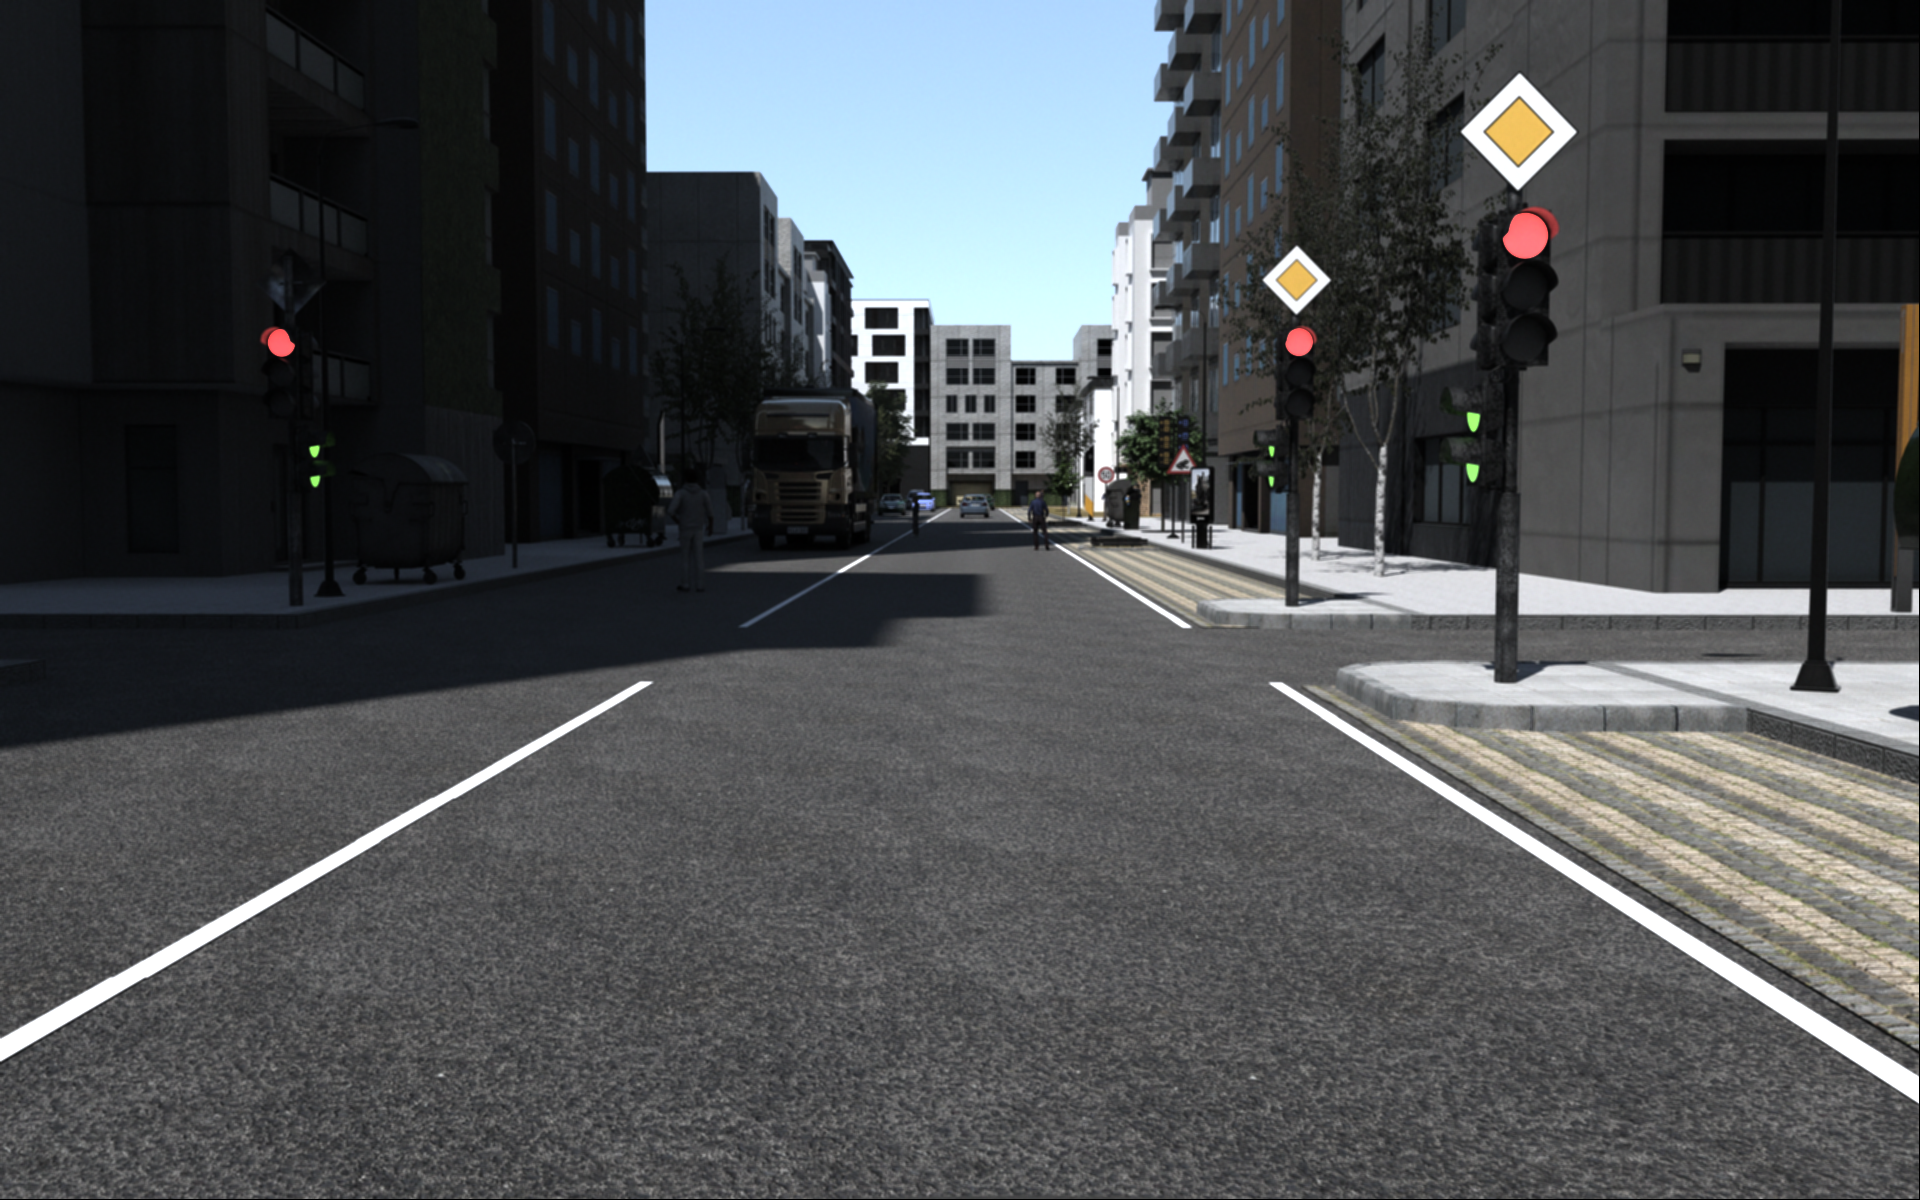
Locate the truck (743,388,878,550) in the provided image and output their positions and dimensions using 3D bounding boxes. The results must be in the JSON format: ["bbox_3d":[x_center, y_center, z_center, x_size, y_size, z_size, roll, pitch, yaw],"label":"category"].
[{"bbox_3d":[-3.920,-3.617,48.059,2.839,4.237,11.283,0,4,1],"label":"truck"}]

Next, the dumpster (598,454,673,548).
[{"bbox_3d":[-7.901,-2.427,42.169,1.502,2.255,1.985,0,4,0],"label":"dumpster"}]

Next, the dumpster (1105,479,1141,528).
[{"bbox_3d":[6.227,-3.684,66.000,1.264,1.857,1.865,0,4,0],"label":"dumpster"}]

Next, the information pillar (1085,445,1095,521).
[{"bbox_3d":[6.187,-5.586,82.678,0.504,3.616,0.183,3,5,41],"label":"information pillar"}]

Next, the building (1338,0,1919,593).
[{"bbox_3d":[19.420,-36.214,30.351,20.611,71.187,20.563,0,4,1],"label":"building"}]

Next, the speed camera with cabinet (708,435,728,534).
[{"bbox_3d":[-7.901,-3.800,56.472,0.660,3.252,2.038,0,4,-8],"label":"speed camera with cabinet"}]

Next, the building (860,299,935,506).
[{"bbox_3d":[-19.413,-21.514,195.722,32.646,21.610,27.936,0,4,1],"label":"building"}]

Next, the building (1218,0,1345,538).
[{"bbox_3d":[16.454,-24.837,56.202,14.600,45.320,14.200,0,4,1],"label":"building"}]

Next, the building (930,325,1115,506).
[{"bbox_3d":[12.731,-19.737,189.160,31.486,18.905,16.747,0,4,1],"label":"building"}]

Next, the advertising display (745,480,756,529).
[{"bbox_3d":[-7.750,-3.615,64.327,0.974,1.923,0.123,3,5,40],"label":"advertising display"}]

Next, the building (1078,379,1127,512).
[{"bbox_3d":[14.212,-11.258,126.219,9.099,9.664,28.070,0,4,1],"label":"building"}]

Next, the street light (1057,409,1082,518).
[{"bbox_3d":[5.957,-7.449,94.334,1.470,5.913,1.316,0,4,1],"label":"street light"}]

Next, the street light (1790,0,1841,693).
[{"bbox_3d":[5.075,-2.364,11.200,1.470,5.913,1.316,0,4,1],"label":"street light"}]

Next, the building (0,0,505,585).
[{"bbox_3d":[-16.664,-21.092,28.452,14.154,41.232,14.086,0,4,1],"label":"building"}]

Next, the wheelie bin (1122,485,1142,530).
[{"bbox_3d":[6.214,-3.341,62.536,0.693,1.594,0.980,1,4,8],"label":"wheelie bin"}]

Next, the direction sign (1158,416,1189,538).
[{"bbox_3d":[6.188,-3.558,50.176,0.876,3.537,0.379,1,4,11],"label":"direction sign"}]

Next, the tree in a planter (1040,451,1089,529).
[{"bbox_3d":[4.292,-4.541,71.471,1.991,3.239,1.994,0,4,1],"label":"tree in a planter"}]

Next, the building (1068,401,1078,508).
[{"bbox_3d":[14.932,-12.983,154.415,9.099,9.664,28.070,0,4,1],"label":"building"}]

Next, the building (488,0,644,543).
[{"bbox_3d":[-17.668,-24.485,50.439,14.600,45.320,14.200,0,4,1],"label":"building"}]

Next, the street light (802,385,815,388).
[{"bbox_3d":[-6.891,-6.205,74.000,1.470,5.913,1.316,0,4,1],"label":"street light"}]

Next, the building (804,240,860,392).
[{"bbox_3d":[-26.392,-18.942,153.677,32.646,21.610,27.936,0,4,1],"label":"building"}]

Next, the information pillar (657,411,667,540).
[{"bbox_3d":[-8.374,-3.498,48.548,0.183,3.616,0.504,0,4,4],"label":"information pillar"}]

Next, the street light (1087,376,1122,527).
[{"bbox_3d":[5.685,-5.857,68.295,1.470,5.913,1.316,0,4,1],"label":"street light"}]

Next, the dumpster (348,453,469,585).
[{"bbox_3d":[-8.003,-1.187,25.163,1.264,1.857,1.865,0,4,1],"label":"dumpster"}]

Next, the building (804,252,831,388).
[{"bbox_3d":[-17.847,-16.947,133.508,16.016,20.091,11.380,0,4,1],"label":"building"}]

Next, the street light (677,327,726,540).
[{"bbox_3d":[-7.179,-4.628,48.203,1.470,5.913,1.316,0,4,1],"label":"street light"}]

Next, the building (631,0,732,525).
[{"bbox_3d":[-27.460,-23.599,77.733,32.217,40.220,23.993,0,4,1],"label":"building"}]

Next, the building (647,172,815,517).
[{"bbox_3d":[-19.163,-14.963,111.106,16.747,18.905,31.486,0,4,1],"label":"building"}]

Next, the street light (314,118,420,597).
[{"bbox_3d":[-7.371,-2.997,21.549,1.470,5.913,1.316,0,4,1],"label":"street light"}]

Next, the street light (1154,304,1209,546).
[{"bbox_3d":[5.450,-4.279,42.498,1.470,5.913,1.316,0,4,1],"label":"street light"}]

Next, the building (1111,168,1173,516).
[{"bbox_3d":[17.475,-15.276,106.180,16.016,20.091,11.380,0,4,1],"label":"building"}]

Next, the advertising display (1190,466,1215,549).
[{"bbox_3d":[5.661,-2.159,40.512,0.123,1.923,0.974,-1,4,-20],"label":"advertising display"}]

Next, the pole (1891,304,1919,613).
[{"bbox_3d":[10.233,-1.522,18.732,0.158,3.312,0.155,0,3,0],"label":"pole"}]

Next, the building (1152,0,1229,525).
[{"bbox_3d":[20.762,-28.085,78.802,23.786,49.044,30.456,0,4,1],"label":"building"}]

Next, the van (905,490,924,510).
[{"bbox_3d":[-4.090,-9.434,161.251,2.013,2.044,4.112,0,4,2],"label":"van"}]
